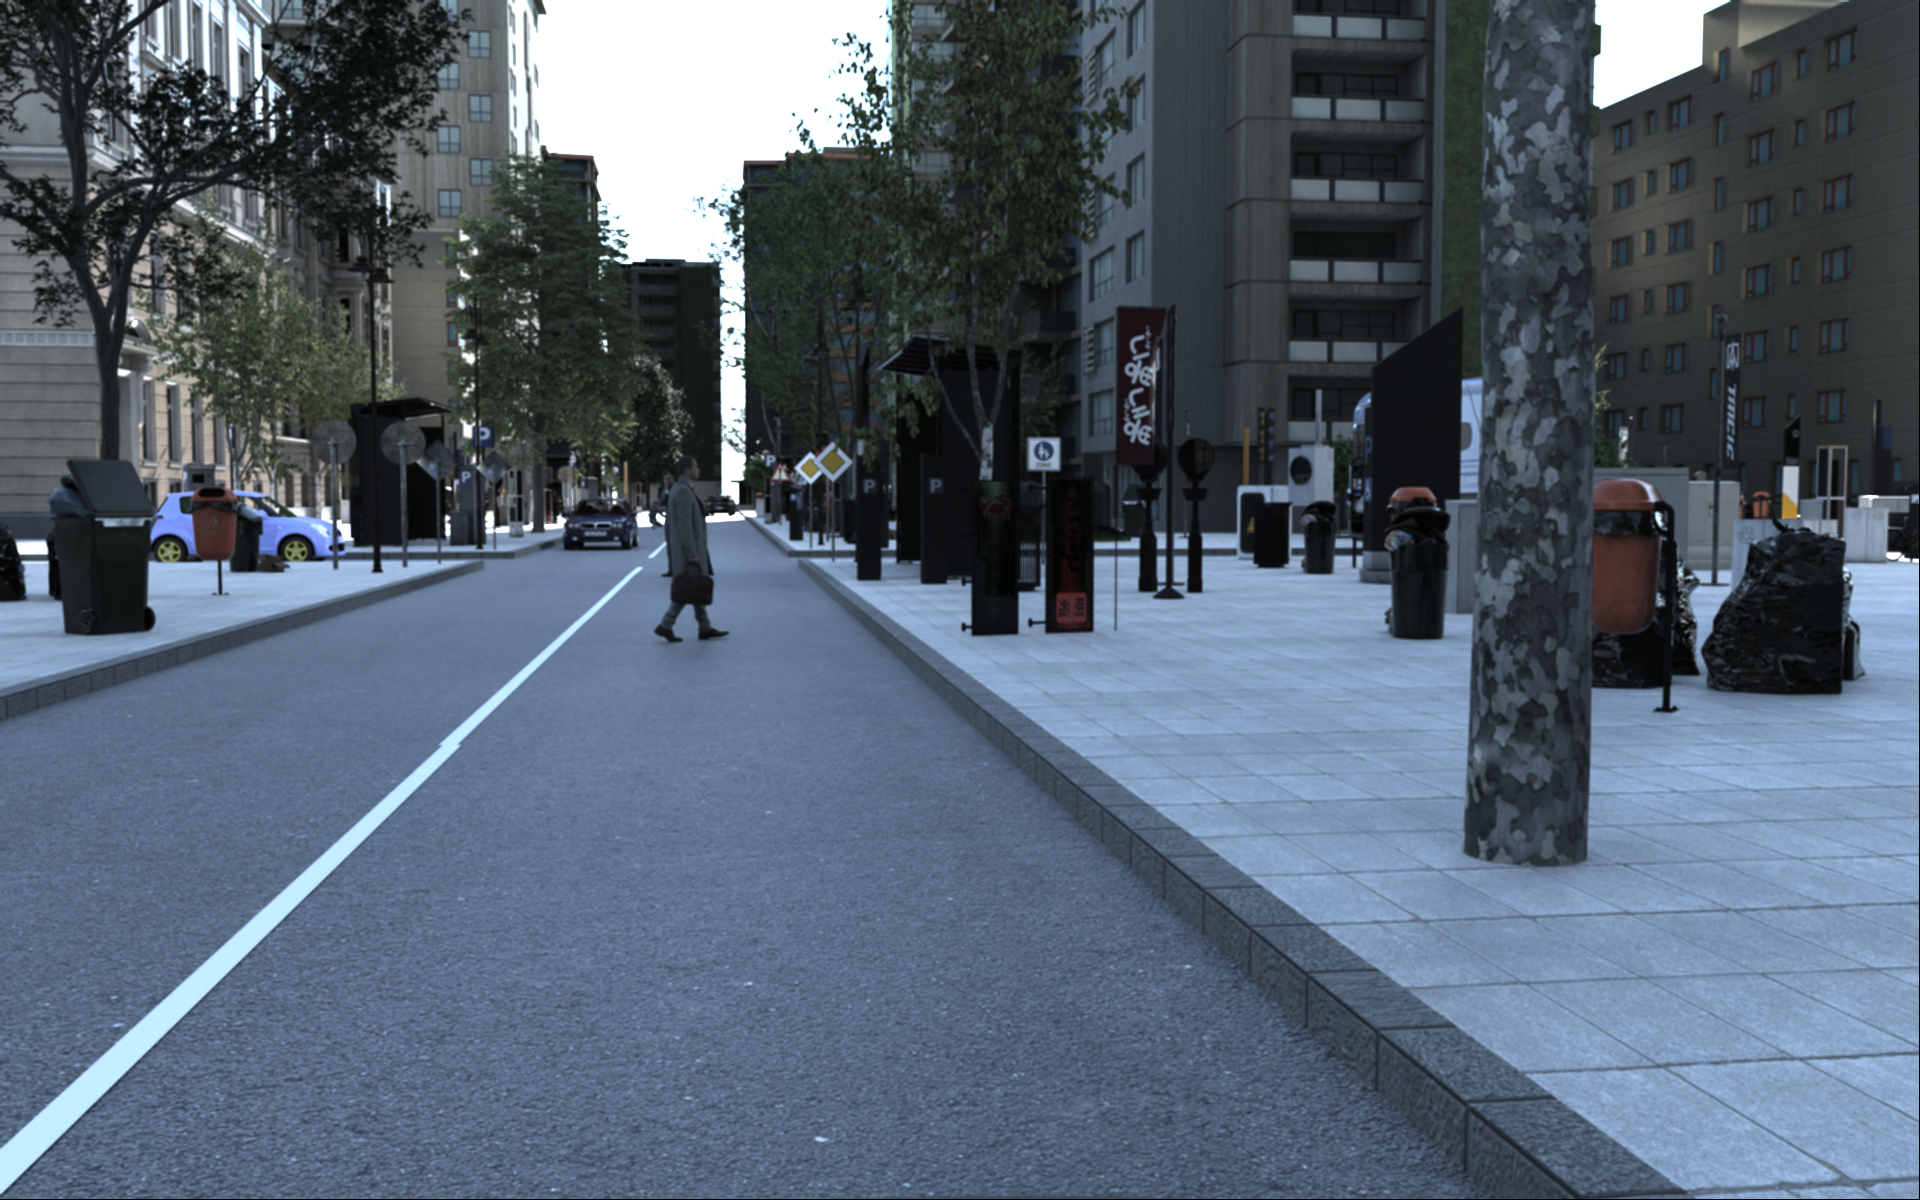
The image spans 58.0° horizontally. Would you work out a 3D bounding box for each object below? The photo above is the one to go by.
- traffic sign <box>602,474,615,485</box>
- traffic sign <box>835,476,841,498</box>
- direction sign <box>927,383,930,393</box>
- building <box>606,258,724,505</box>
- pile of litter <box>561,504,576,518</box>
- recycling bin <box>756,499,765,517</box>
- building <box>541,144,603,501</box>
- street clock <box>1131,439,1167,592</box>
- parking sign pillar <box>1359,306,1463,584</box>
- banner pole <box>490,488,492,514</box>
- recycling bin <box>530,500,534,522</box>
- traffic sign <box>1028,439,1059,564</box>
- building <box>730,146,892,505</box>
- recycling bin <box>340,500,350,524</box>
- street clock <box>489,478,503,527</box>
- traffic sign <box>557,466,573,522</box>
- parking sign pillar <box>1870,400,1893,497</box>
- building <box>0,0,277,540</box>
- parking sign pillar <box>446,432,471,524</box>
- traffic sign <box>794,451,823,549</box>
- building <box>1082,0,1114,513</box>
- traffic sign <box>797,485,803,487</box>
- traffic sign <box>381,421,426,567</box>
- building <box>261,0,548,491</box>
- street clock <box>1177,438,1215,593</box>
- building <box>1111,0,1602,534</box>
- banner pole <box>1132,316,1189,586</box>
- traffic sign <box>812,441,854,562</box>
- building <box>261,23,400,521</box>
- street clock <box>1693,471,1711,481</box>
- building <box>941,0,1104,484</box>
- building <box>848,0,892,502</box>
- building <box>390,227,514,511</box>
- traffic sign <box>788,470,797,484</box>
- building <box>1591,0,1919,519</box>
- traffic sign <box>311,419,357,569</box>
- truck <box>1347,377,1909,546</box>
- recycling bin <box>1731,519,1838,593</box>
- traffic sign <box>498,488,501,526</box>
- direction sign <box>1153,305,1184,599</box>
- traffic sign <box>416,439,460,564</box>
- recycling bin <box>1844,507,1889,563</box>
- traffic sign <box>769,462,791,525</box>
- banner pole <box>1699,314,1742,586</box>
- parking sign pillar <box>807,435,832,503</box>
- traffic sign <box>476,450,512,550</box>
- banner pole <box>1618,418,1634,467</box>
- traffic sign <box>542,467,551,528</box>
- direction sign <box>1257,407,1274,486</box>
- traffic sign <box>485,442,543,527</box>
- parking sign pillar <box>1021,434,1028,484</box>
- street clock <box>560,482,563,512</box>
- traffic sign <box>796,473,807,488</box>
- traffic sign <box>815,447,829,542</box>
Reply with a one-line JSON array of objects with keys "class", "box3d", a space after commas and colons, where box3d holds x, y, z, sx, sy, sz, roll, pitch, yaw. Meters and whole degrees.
[{"class": "traffic sign", "box3d": [-21.003, -6.326, 103.542, 0.768, 2.556, 0.104, 0, 4, 0]}, {"class": "traffic sign", "box3d": [-5.705, -5.059, 82.824, 0.768, 2.556, 0.104, 0, 4, -5]}, {"class": "direction sign", "box3d": [-0.462, -2.535, 33.438, 0.379, 3.537, 0.876, -2, 4, -23]}, {"class": "building", "box3d": [-36.536, -27.113, 214.992, 14.107, 30.474, 14.160, 0, 4, -8]}, {"class": "pile of litter", "box3d": [-20.610, -4.803, 92.498, 1.176, 0.858, 1.719, -3, 4, -36]}, {"class": "recycling bin", "box3d": [-10.786, -5.082, 95.649, 0.722, 1.027, 0.722, -3, 5, -42]}, {"class": "building", "box3d": [-59.152, -34.231, 214.307, 28.867, 44.769, 22.147, 0, 4, -8]}, {"class": "street clock", "box3d": [2.474, -1.110, 22.719, 0.471, 2.002, 0.358, 2, 4, 33]}, {"class": "parking sign pillar", "box3d": [6.532, -2.235, 25.019, 1.447, 3.967, 1.447, 0, 4, -5]}, {"class": "banner pole", "box3d": [-29.899, -7.402, 111.041, 0.401, 3.779, 0.863, 3, 5, 45]}, {"class": "recycling bin", "box3d": [-19.511, -4.140, 80.236, 0.722, 1.027, 0.722, 1, 4, 22]}, {"class": "traffic sign", "box3d": [1.514, -1.795, 31.482, 0.606, 2.300, 0.079, 0, 4, -8]}, {"class": "building", "box3d": [-14.925, -34.641, 220.997, 28.867, 44.769, 22.147, 0, 4, -8]}, {"class": "recycling bin", "box3d": [-26.253, -3.800, 74.684, 0.722, 1.027, 0.722, 0, 4, -6]}, {"class": "street clock", "box3d": [-17.855, -3.799, 66.689, 0.358, 2.002, 0.471, 3, 5, 45]}, {"class": "traffic sign", "box3d": [-17.918, -4.808, 78.717, 0.768, 2.556, 0.104, 0, 4, -2]}, {"class": "parking sign pillar", "box3d": [26.641, -3.772, 50.145, 1.447, 3.967, 1.447, 2, 4, 24]}, {"class": "building", "box3d": [-31.807, -16.576, 56.918, 13.634, 28.700, 20.117, 0, 4, -8]}, {"class": "parking sign pillar", "box3d": [-21.706, -5.329, 75.600, 1.447, 3.967, 1.447, 0, 4, -2]}, {"class": "traffic sign", "box3d": [-3.513, -2.269, 40.733, 0.795, 2.450, 0.064, 0, 4, -8]}, {"class": "building", "box3d": [2.639, -27.219, 128.622, 14.154, 41.232, 14.086, 0, 4, -8]}, {"class": "traffic sign", "box3d": [-10.208, -6.749, 110.455, 0.768, 2.556, 0.104, 0, 4, 0]}, {"class": "traffic sign", "box3d": [-9.742, -1.848, 30.328, 0.768, 2.556, 0.104, 0, 4, -5]}, {"class": "building", "box3d": [-53.373, -34.951, 160.681, 27.495, 52.752, 28.713, 0, 4, -8]}, {"class": "street clock", "box3d": [3.067, -1.101, 22.564, 0.471, 2.002, 0.358, 0, 4, 5]}, {"class": "building", "box3d": [12.435, -23.032, 60.167, 14.086, 41.232, 14.154, 0, 4, -8]}, {"class": "banner pole", "box3d": [2.795, -2.107, 24.460, 0.863, 3.779, 0.401, 3, 4, 38]}, {"class": "traffic sign", "box3d": [-2.409, -1.785, 32.824, 0.795, 2.450, 0.064, 0, 4, -8]}, {"class": "building", "box3d": [-36.042, -16.216, 84.224, 14.460, 24.649, 34.723, 0, 4, -8]}, {"class": "street clock", "box3d": [23.461, -3.073, 54.809, 0.471, 2.002, 0.358, 0, 4, 0]}, {"class": "building", "box3d": [10.665, -26.864, 93.850, 22.147, 44.769, 28.867, 0, 4, -8]}, {"class": "building", "box3d": [1.503, -52.117, 164.783, 22.319, 86.520, 31.000, 0, 4, -8]}, {"class": "building", "box3d": [-48.117, -17.129, 125.104, 27.650, 21.520, 28.899, 0, 4, -8]}, {"class": "traffic sign", "box3d": [-8.600, -5.528, 90.490, 0.768, 2.556, 0.104, 0, 4, -7]}, {"class": "building", "box3d": [44.257, -13.806, 70.774, 28.899, 21.520, 27.650, 0, 4, -8]}, {"class": "traffic sign", "box3d": [-10.689, -1.802, 29.576, 0.768, 2.556, 0.104, 0, 4, -2]}, {"class": "truck", "box3d": [17.703, -3.106, 40.535, 18.799, 4.110, 2.967, -1, 4, -9]}, {"class": "recycling bin", "box3d": [8.201, -0.287, 17.241, 0.722, 1.027, 0.722, -2, 4, -33]}, {"class": "traffic sign", "box3d": [-18.275, -4.194, 68.684, 0.768, 2.556, 0.104, 0, 4, -3]}, {"class": "direction sign", "box3d": [2.571, -1.788, 21.232, 0.379, 3.537, 0.876, 0, 4, 3]}, {"class": "traffic sign", "box3d": [-9.587, -1.725, 31.847, 0.795, 2.450, 0.064, 0, 4, -8]}, {"class": "recycling bin", "box3d": [16.929, -1.218, 32.472, 0.722, 1.027, 0.722, 1, 4, 17]}, {"class": "traffic sign", "box3d": [-7.338, -4.326, 70.738, 0.884, 2.594, 0.081, 0, 4, -5]}, {"class": "banner pole", "box3d": [10.579, -2.075, 23.943, 0.401, 3.779, 0.863, 0, 4, 0]}, {"class": "parking sign pillar", "box3d": [-6.451, -5.574, 79.612, 1.447, 3.967, 1.447, 3, 5, 40]}, {"class": "traffic sign", "box3d": [-10.690, -2.209, 39.756, 0.795, 2.450, 0.064, 0, 4, -8]}, {"class": "banner pole", "box3d": [21.759, -4.072, 56.587, 0.863, 3.779, 0.401, -2, 4, -31]}, {"class": "traffic sign", "box3d": [-15.761, -3.878, 65.528, 0.606, 2.300, 0.079, 0, 4, -4]}, {"class": "direction sign", "box3d": [8.023, -3.272, 45.487, 0.379, 3.537, 0.876, 3, 4, 37]}, {"class": "traffic sign", "box3d": [-17.526, -4.542, 68.131, 2.265, 3.308, 0.079, 0, 4, -2]}, {"class": "parking sign pillar", "box3d": [2.105, -5.051, 71.048, 1.447, 3.967, 1.447, 1, 4, 17]}, {"class": "street clock", "box3d": [-24.198, -6.170, 105.455, 0.358, 2.002, 0.471, -1, 4, -12]}, {"class": "traffic sign", "box3d": [-7.482, -4.862, 81.616, 0.606, 2.300, 0.079, 0, 4, 0]}, {"class": "traffic sign", "box3d": [-3.571, -2.849, 46.683, 0.768, 2.556, 0.104, 0, 4, -2]}]
